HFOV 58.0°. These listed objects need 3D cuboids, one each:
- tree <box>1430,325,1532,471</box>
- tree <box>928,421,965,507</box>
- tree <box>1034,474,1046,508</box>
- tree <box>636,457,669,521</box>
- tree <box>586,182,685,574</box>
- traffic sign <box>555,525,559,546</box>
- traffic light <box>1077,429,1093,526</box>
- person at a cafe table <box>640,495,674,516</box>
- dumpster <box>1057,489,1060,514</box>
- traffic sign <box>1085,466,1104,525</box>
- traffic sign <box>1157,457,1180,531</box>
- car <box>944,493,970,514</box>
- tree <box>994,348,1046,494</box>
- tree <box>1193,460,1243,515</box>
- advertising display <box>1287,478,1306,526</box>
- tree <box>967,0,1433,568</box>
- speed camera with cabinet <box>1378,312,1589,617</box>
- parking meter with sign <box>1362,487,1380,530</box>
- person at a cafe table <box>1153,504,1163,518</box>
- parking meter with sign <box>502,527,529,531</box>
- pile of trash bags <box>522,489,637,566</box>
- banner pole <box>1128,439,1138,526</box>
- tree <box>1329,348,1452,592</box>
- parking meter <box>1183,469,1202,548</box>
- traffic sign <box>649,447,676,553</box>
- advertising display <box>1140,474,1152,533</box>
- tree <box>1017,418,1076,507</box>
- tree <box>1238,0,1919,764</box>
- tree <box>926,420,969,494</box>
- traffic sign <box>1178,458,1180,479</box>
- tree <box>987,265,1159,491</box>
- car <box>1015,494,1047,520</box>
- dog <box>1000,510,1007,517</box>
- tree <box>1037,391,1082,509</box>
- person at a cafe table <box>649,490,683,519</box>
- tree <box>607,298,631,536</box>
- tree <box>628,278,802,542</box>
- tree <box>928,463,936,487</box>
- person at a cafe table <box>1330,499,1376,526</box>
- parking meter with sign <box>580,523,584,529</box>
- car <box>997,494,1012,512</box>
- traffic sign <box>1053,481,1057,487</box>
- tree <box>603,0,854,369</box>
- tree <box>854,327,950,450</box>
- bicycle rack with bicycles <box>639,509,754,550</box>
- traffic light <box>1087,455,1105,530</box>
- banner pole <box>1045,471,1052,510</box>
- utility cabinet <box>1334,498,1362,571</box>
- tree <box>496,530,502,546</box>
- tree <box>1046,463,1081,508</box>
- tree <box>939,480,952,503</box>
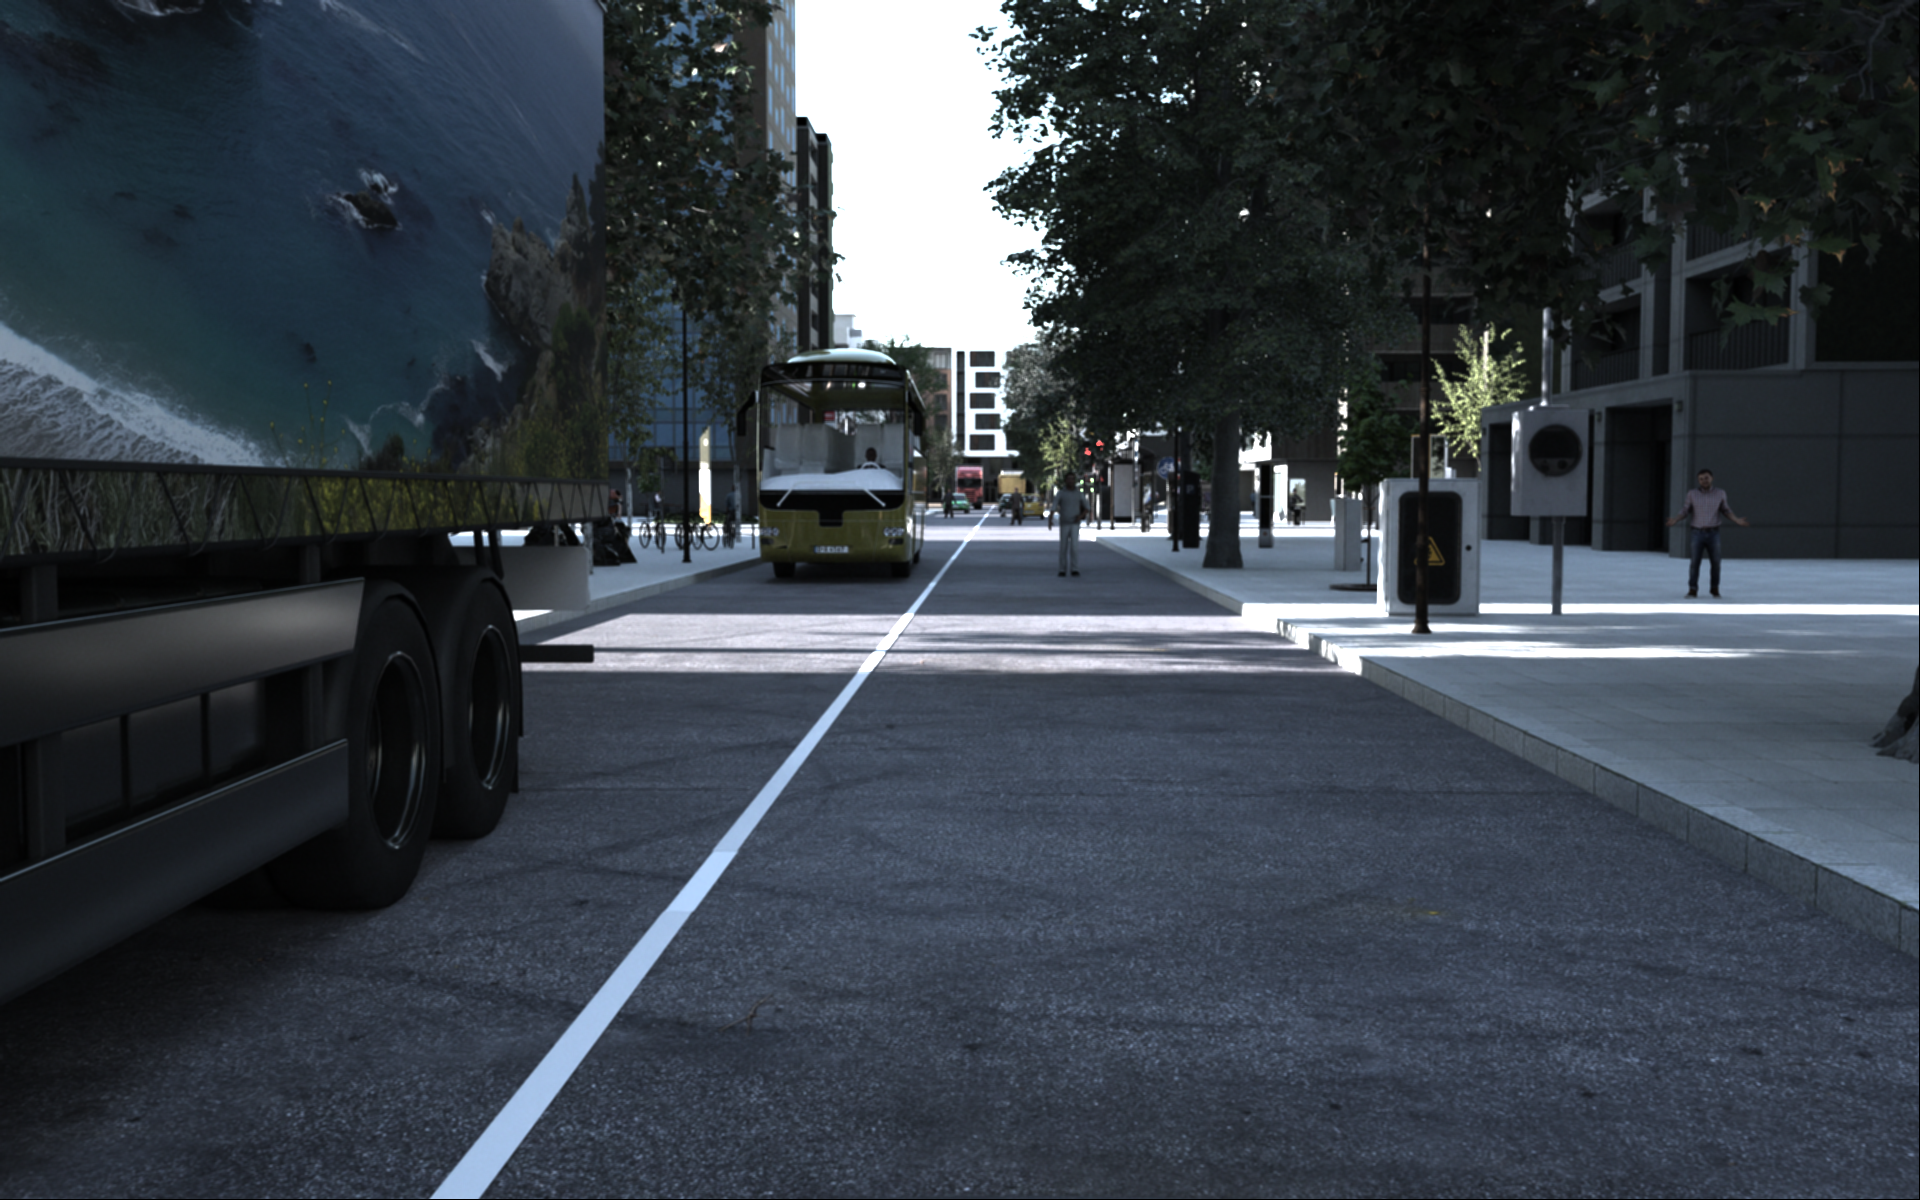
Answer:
[{"bbox_3d":[22.106,-7.518,73.283,4.737,8.622,4.395,0,3,0],"label":"tree"},{"bbox_3d":[-1.655,-13.657,173.648,4.360,8.622,3.978,0,3,0],"label":"tree"},{"bbox_3d":[7.962,-10.278,162.642,1.663,3.219,1.824,0,3,0],"label":"tree"},{"bbox_3d":[-14.946,-5.375,82.485,1.663,3.219,1.824,0,3,0],"label":"tree"},{"bbox_3d":[-5.962,-4.701,27.216,4.737,8.622,4.395,0,3,0],"label":"tree"},{"bbox_3d":[-5.783,-1.517,24.814,0.884,2.594,0.081,1,4,11],"label":"traffic sign"},{"bbox_3d":[5.129,-4.928,69.492,0.839,4.253,0.868,0,4,1],"label":"traffic light"},{"bbox_3d":[-16.942,-5.233,96.419,1.698,1.238,1.726,0,4,4],"label":"person at a cafe table"},{"bbox_3d":[6.896,-6.475,111.624,1.264,1.857,1.865,0,4,1],"label":"dumpster"},{"bbox_3d":[5.527,-4.399,71.935,0.884,2.594,0.081,1,4,11],"label":"traffic sign"},{"bbox_3d":[7.150,-3.629,59.438,0.768,2.556,0.104,0,4,2],"label":"traffic sign"},{"bbox_3d":[-0.241,-7.267,127.613,1.959,1.807,4.718,0,4,3],"label":"car"},{"bbox_3d":[10.527,-22.168,218.329,12.611,20.169,13.585,0,3,0],"label":"tree"},{"bbox_3d":[15.882,-7.568,107.448,4.285,4.588,4.351,0,3,0],"label":"tree"},{"bbox_3d":[13.733,-4.005,70.690,0.974,1.923,0.123,-2,4,-35],"label":"advertising display"},{"bbox_3d":[4.561,-7.538,29.903,9.857,13.997,8.962,0,3,0],"label":"tree"},{"bbox_3d":[5.496,-1.462,18.239,2.038,3.252,0.660,0,4,7],"label":"speed camera with cabinet"},{"bbox_3d":[15.091,-3.977,61.278,1.738,3.016,0.543,1,4,21],"label":"parking meter with sign"},{"bbox_3d":[9.675,-5.026,93.031,1.698,1.238,1.726,-3,5,-42],"label":"person at a cafe table"},{"bbox_3d":[-15.282,-3.941,60.703,1.738,3.016,0.543,1,4,17],"label":"parking meter with sign"},{"bbox_3d":[-6.924,-1.378,32.283,1.912,1.369,3.447,0,4,4],"label":"pile of trash bags"},{"bbox_3d":[7.015,-4.853,69.366,0.401,3.779,0.863,0,4,-8],"label":"banner pole"},{"bbox_3d":[5.418,-1.742,23.091,1.663,3.219,1.824,0,3,0],"label":"tree"},{"bbox_3d":[5.515,-2.168,41.162,0.399,1.863,0.255,2,4,24],"label":"parking meter"},{"bbox_3d":[-6.421,-2.155,37.372,0.606,2.300,0.079,1,4,10],"label":"traffic sign"},{"bbox_3d":[6.154,-3.192,57.399,0.123,1.923,0.974,1,4,23],"label":"advertising display"},{"bbox_3d":[9.257,-15.836,177.041,7.486,12.596,7.792,0,3,0],"label":"tree"},{"bbox_3d":[5.034,-5.582,8.266,9.611,12.733,9.660,0,3,0],"label":"tree"},{"bbox_3d":[-2.082,-17.437,219.509,7.601,10.594,8.767,1,4,23],"label":"tree"},{"bbox_3d":[7.729,-3.691,60.446,0.768,2.556,0.104,0,4,6],"label":"traffic sign"},{"bbox_3d":[6.371,-10.935,89.156,12.009,13.543,11.850,0,3,0],"label":"tree"},{"bbox_3d":[3.966,-5.421,98.859,2.015,1.641,3.980,0,4,2],"label":"car"},{"bbox_3d":[2.783,-5.417,108.764,0.550,0.427,0.748,1,4,11],"label":"dog"},{"bbox_3d":[7.015,-10.150,116.310,4.737,8.622,4.395,0,3,0],"label":"tree"},{"bbox_3d":[-15.244,-4.954,89.510,1.622,1.524,1.698,-1,4,-17],"label":"person at a cafe table"},{"bbox_3d":[-10.136,-6.218,52.026,4.360,8.622,3.978,0,3,0],"label":"tree"},{"bbox_3d":[-5.926,-5.823,45.569,4.360,8.622,3.978,0,3,0],"label":"tree"},{"bbox_3d":[-3.698,-9.718,142.611,4.285,4.588,4.351,0,3,0],"label":"tree"},{"bbox_3d":[15.849,-3.785,70.402,1.622,1.524,1.698,-2,4,-25],"label":"person at a cafe table"},{"bbox_3d":[-13.357,-4.006,61.757,0.543,3.016,1.738,-1,4,-14],"label":"parking meter with sign"},{"bbox_3d":[4.048,-7.846,140.076,2.131,1.459,4.920,0,4,2],"label":"car"},{"bbox_3d":[7.662,-8.475,138.301,0.795,2.593,0.064,0,4,7],"label":"traffic sign"},{"bbox_3d":[-5.770,-6.035,15.673,9.611,12.733,9.660,0,3,0],"label":"tree"},{"bbox_3d":[-4.409,-11.125,107.644,9.928,11.665,9.643,0,3,0],"label":"tree"},{"bbox_3d":[-6.050,-1.664,40.593,2.852,0.926,2.925,-2,4,-25],"label":"bicycle rack with bicycles"},{"bbox_3d":[4.931,-4.440,61.509,0.839,4.253,0.868,0,4,1],"label":"traffic light"},{"bbox_3d":[7.359,-9.340,142.731,0.401,3.779,0.863,3,5,44],"label":"banner pole"},{"bbox_3d":[6.549,-1.104,29.212,0.306,1.237,1.020,0,4,3],"label":"utility cabinet"},{"bbox_3d":[-10.773,-5.502,40.326,4.360,8.622,3.978,0,3,0],"label":"tree"},{"bbox_3d":[6.567,-6.904,107.477,1.663,3.219,1.824,0,3,0],"label":"tree"},{"bbox_3d":[-1.911,-12.769,203.371,1.663,3.219,1.824,0,3,0],"label":"tree"}]
